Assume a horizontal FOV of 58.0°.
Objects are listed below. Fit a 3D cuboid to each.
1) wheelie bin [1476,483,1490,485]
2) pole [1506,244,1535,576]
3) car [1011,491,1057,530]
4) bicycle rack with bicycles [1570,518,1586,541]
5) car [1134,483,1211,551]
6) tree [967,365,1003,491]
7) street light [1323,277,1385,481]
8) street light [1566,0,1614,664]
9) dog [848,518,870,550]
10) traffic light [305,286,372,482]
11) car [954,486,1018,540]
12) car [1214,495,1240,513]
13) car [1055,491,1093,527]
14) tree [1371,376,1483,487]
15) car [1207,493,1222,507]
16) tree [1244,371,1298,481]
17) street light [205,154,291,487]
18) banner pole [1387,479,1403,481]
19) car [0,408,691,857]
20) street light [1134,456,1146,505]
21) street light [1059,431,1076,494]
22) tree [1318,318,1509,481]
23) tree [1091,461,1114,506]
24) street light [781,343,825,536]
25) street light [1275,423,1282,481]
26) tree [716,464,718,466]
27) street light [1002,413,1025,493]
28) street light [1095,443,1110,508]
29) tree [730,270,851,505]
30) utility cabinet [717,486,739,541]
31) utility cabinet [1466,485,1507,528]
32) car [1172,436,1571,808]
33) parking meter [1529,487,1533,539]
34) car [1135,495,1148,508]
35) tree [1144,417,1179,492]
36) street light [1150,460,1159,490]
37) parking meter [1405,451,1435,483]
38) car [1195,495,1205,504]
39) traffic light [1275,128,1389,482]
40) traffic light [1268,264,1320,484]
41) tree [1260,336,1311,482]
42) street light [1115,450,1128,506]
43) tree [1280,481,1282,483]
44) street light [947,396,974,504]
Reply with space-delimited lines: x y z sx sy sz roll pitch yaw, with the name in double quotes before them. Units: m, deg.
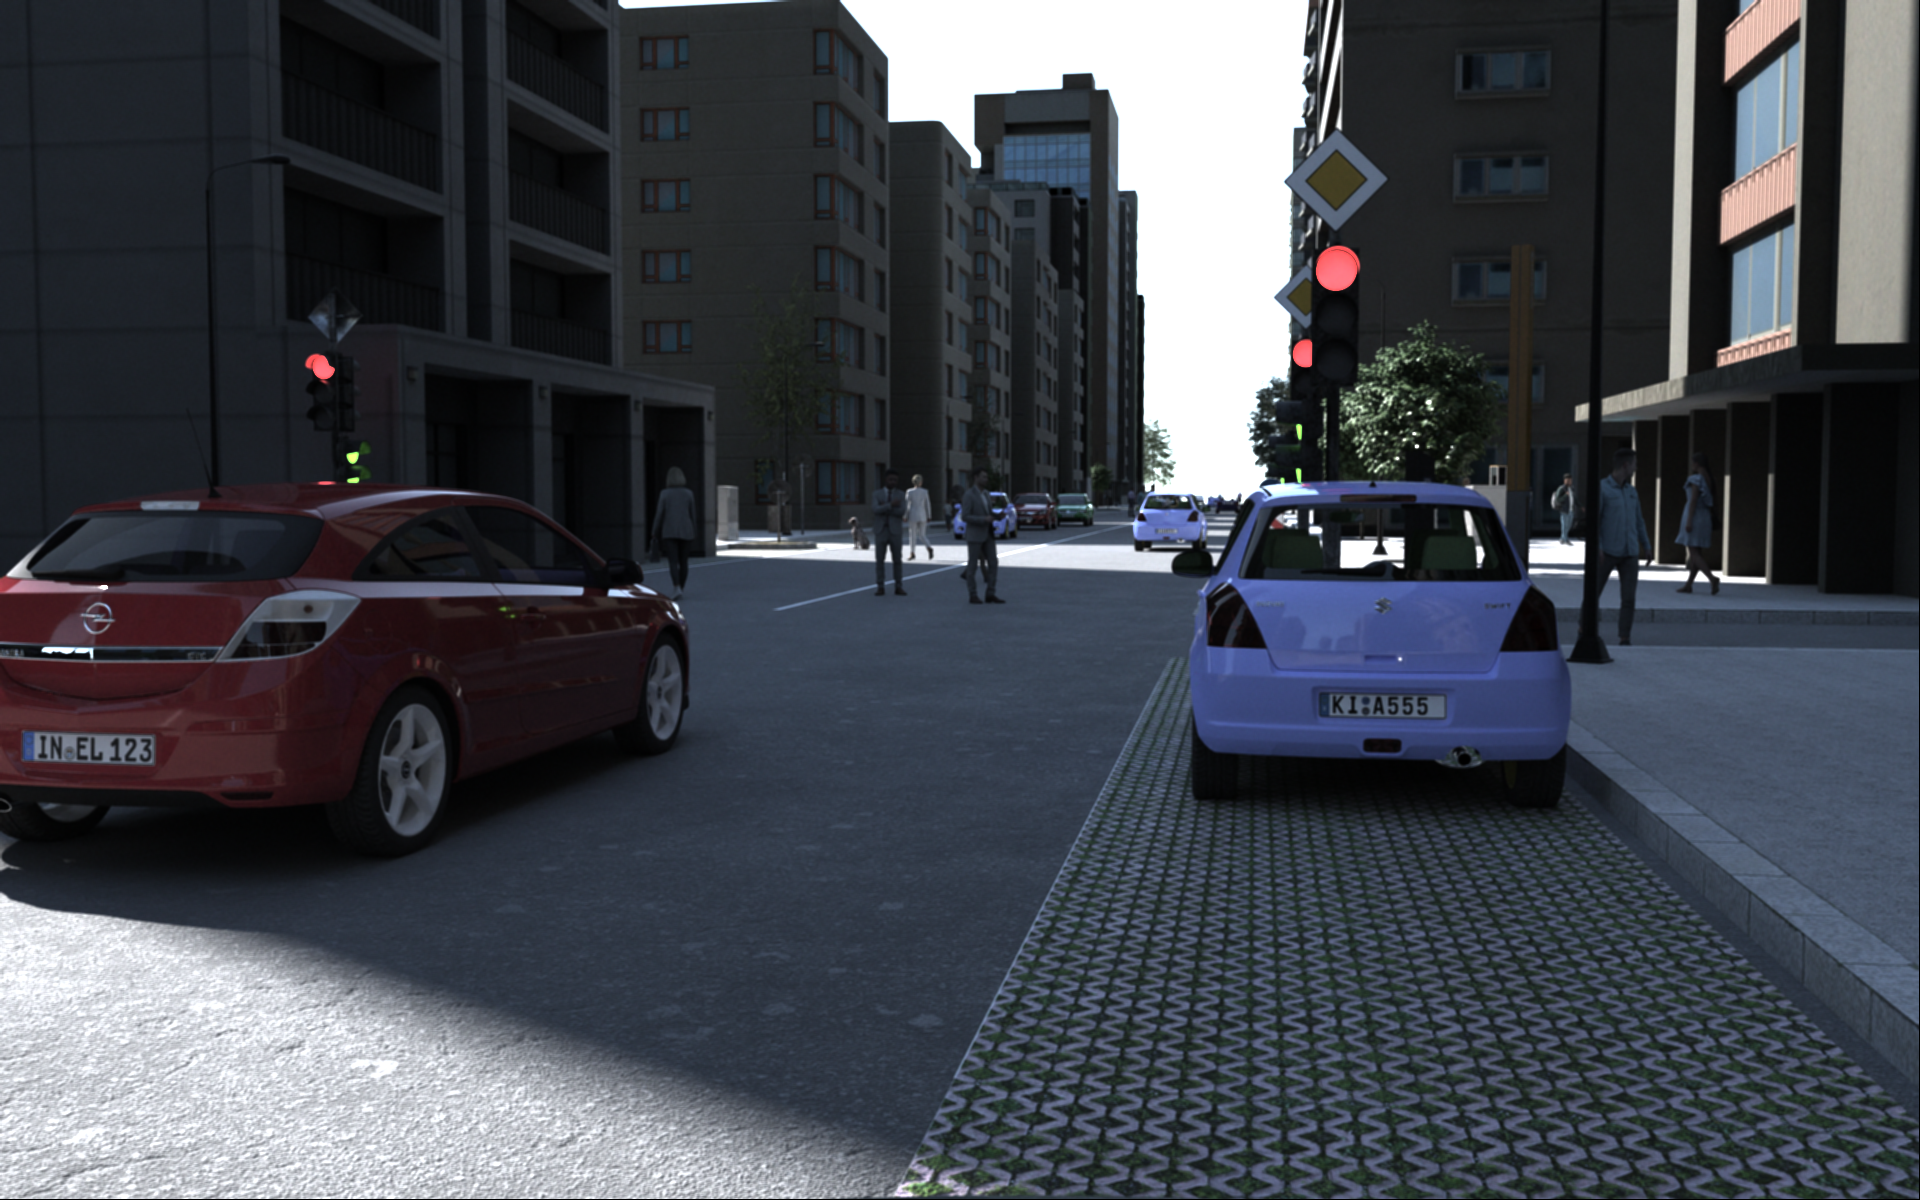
"wheelie bin" 14.901 -2.506 48.888 0.980 1.594 0.693 -1 4 -11
"pole" 4.617 -1.251 14.302 0.158 3.312 0.155 0 3 0
"car" 2.903 -3.736 70.125 2.155 1.783 4.494 1 4 8
"bicycle rack with bicycles" 17.655 -2.015 46.329 2.925 0.926 2.852 -1 4 -11
"car" 5.466 -2.146 44.673 1.945 1.707 3.694 1 4 11
"tree" 0.468 -8.735 93.178 4.360 8.622 3.978 0 3 0
"street light" 8.318 -3.907 36.421 1.470 5.913 1.316 1 4 10
"street light" 4.291 -2.486 13.180 1.470 5.913 1.316 1 4 10
"dog" -2.570 -1.705 44.712 0.513 0.831 0.800 -1 4 -15
"traffic light" -8.456 -2.114 23.485 0.839 4.253 0.868 1 4 10
"car" 0.841 -2.824 55.765 1.945 1.707 3.694 1 4 9
"car" 19.958 -7.136 129.255 1.945 1.354 3.894 0 4 8
"car" 5.025 -4.230 77.963 1.959 1.807 4.718 0 4 8
"tree" 7.832 -2.074 28.508 1.663 3.219 1.824 0 3 0
"car" 27.017 -10.612 183.091 1.945 1.707 3.694 1 4 10
"tree" 33.774 -16.569 177.554 9.857 13.997 8.962 0 3 0
"street light" -9.838 -3.143 23.928 1.470 5.913 1.316 1 4 10
"banner pole" 10.411 -3.115 40.941 0.863 3.779 0.401 -2 4 -27
"car" -2.743 0.036 8.444 2.155 1.783 4.494 1 4 11
"street light" 21.779 -14.505 209.695 1.470 5.913 1.316 1 4 10
"street light" 7.901 -9.509 128.007 1.470 5.913 1.316 1 4 10
"tree" 8.580 -2.984 32.495 4.285 4.588 4.351 0 3 0
"tree" 13.831 -11.571 172.891 4.285 4.588 4.351 0 3 0
"street light" -4.830 -4.941 53.334 1.470 5.913 1.316 1 4 10
"street light" 21.182 -8.574 112.725 1.470 5.913 1.316 1 4 10
"tree" -8.149 -3.410 50.355 1.663 3.219 1.824 0 3 0
"street light" 2.993 -7.740 99.088 1.470 5.913 1.316 1 4 10
"street light" 12.962 -11.316 157.565 1.470 5.913 1.316 1 4 10
"tree" -5.796 -6.575 57.859 4.737 8.622 4.395 0 3 0
"utility cabinet" -6.340 -2.371 47.437 0.318 1.500 1.173 0 4 6
"utility cabinet" 12.880 -2.061 42.372 1.173 1.500 0.318 -2 4 -27
"car" 2.097 0.019 9.275 1.945 1.707 3.694 1 4 8
"parking meter" 16.158 -2.513 49.500 0.372 1.533 0.369 0 3 0
"car" 7.841 -3.513 67.656 2.015 1.641 3.980 0 4 8
"tree" 28.349 -20.661 255.929 7.486 12.596 7.792 0 3 0
"street light" 26.722 -16.255 238.315 1.470 5.913 1.316 1 4 10
"parking meter" 6.293 -1.101 23.713 0.399 1.863 0.255 -3 5 -40
"car" 32.966 -13.916 239.893 2.083 1.381 4.827 1 4 10
"traffic light" 2.884 -1.502 13.476 0.839 4.253 0.868 1 4 10
"traffic light" 4.226 -1.983 21.348 0.839 4.253 0.868 1 4 10
"tree" 15.835 -7.777 77.513 4.360 8.622 3.978 0 3 0
"street light" 16.883 -12.754 181.069 1.470 5.913 1.316 1 4 10
"tree" 45.009 -15.447 247.158 1.663 3.219 1.824 0 3 0
"street light" -0.036 -6.693 81.977 1.470 5.913 1.316 1 4 10
